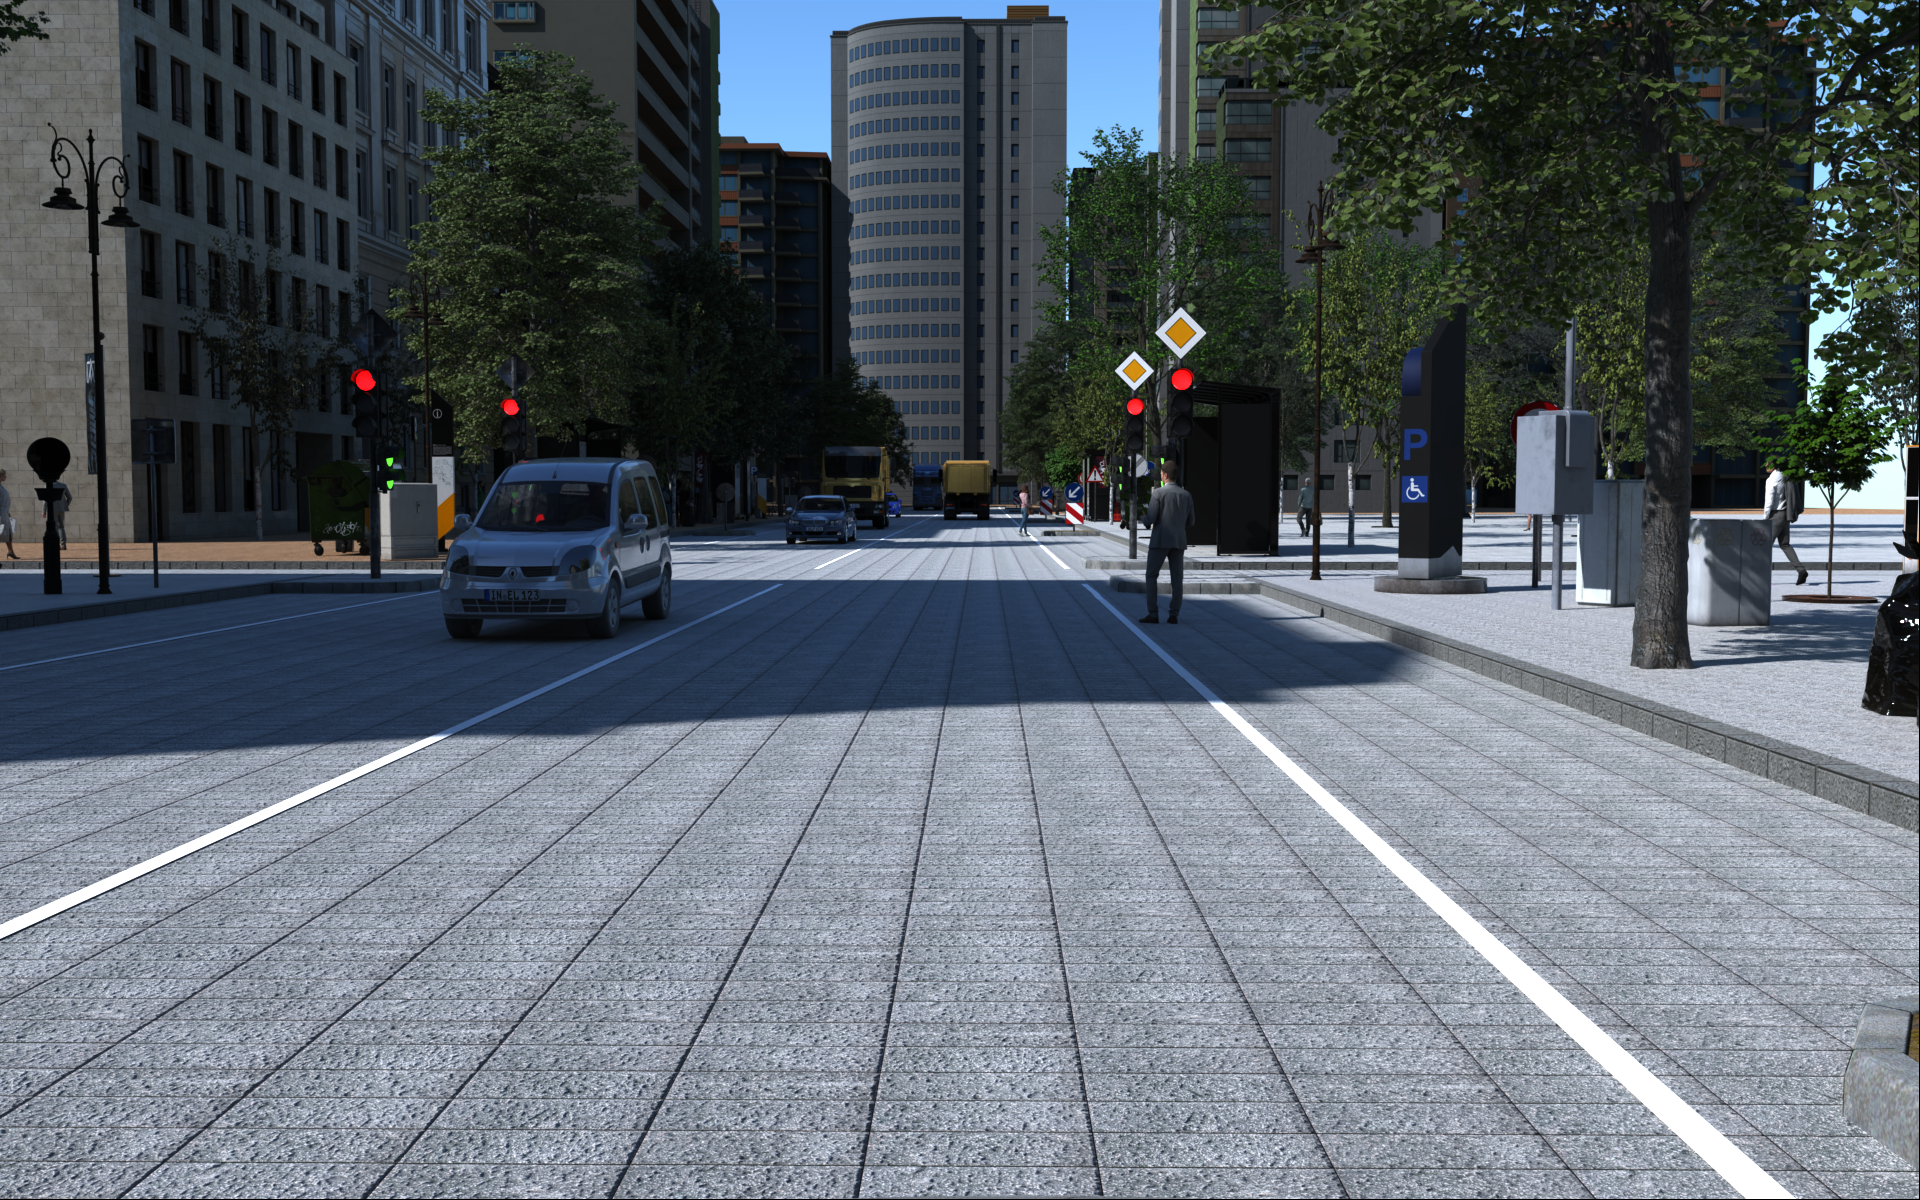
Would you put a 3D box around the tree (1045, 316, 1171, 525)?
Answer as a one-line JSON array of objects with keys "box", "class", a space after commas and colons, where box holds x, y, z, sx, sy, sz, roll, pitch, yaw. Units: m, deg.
[{"box": [6.525, -7.443, 72.059, 4.737, 8.622, 4.395, 0, 3, 0], "class": "tree"}]

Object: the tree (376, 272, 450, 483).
[{"box": [-18.819, -6.496, 56.577, 4.360, 8.622, 3.978, 0, 3, 0], "class": "tree"}]

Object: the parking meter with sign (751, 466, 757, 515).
[{"box": [-12.988, -6.795, 107.355, 0.543, 3.016, 1.738, 1, 4, 10], "class": "parking meter with sign"}]

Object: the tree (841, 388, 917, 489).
[{"box": [-9.106, -16.347, 184.288, 9.611, 12.733, 9.660, 0, 3, 0], "class": "tree"}]

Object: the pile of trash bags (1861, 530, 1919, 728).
[{"box": [6.828, 0.027, 9.308, 3.447, 1.369, 1.912, 2, 4, 24], "class": "pile of trash bags"}]

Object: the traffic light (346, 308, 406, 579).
[{"box": [-8.874, -2.282, 26.237, 0.839, 4.253, 0.868, 0, 4, 1], "class": "traffic light"}]

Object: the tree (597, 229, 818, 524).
[{"box": [-11.215, -9.694, 75.498, 9.611, 12.733, 9.660, 0, 3, 0], "class": "tree"}]

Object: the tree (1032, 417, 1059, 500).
[{"box": [7.911, -12.247, 150.606, 4.360, 8.622, 3.978, 0, 3, 0], "class": "tree"}]

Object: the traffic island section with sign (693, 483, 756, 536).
[{"box": [-8.123, -3.142, 60.006, 1.989, 1.847, 2.006, 0, 4, 1], "class": "traffic island section with sign"}]

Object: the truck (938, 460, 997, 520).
[{"box": [0.417, -6.281, 98.619, 3.469, 3.379, 9.791, 0, 4, 1], "class": "truck"}]

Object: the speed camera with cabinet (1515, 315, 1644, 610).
[{"box": [7.223, -1.552, 19.719, 2.038, 3.252, 0.660, -2, 4, -33], "class": "speed camera with cabinet"}]

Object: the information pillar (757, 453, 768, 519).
[{"box": [-10.241, -6.012, 89.646, 0.504, 3.616, 0.183, -2, 4, -25], "class": "information pillar"}]

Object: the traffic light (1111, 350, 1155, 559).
[{"box": [3.397, -2.761, 34.070, 0.839, 4.253, 0.868, 0, 4, 1], "class": "traffic light"}]

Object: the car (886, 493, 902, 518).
[{"box": [-4.533, -5.939, 106.688, 1.945, 1.707, 3.694, 0, 4, 0], "class": "car"}]

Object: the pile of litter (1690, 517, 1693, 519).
[{"box": [15.236, -1.340, 35.867, 1.176, 0.858, 1.719, -1, 4, -14], "class": "pile of litter"}]

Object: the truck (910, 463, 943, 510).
[{"box": [-2.830, -10.240, 157.175, 2.967, 4.110, 18.799, 0, 3, 0], "class": "truck"}]

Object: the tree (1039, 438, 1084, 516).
[{"box": [6.325, -7.166, 100.883, 4.285, 4.588, 4.351, 0, 3, 0], "class": "tree"}]

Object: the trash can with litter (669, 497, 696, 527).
[{"box": [-10.838, -3.438, 67.598, 1.055, 1.170, 0.624, 0, 4, 8], "class": "trash can with litter"}]

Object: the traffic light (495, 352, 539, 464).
[{"box": [-8.763, -2.771, 34.221, 0.839, 4.253, 0.868, 0, 4, 1], "class": "traffic light"}]

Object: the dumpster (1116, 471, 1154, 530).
[{"box": [6.430, -3.663, 62.390, 1.502, 2.255, 1.985, 0, 4, 1], "class": "dumpster"}]

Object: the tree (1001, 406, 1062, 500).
[{"box": [8.309, -14.509, 171.626, 8.767, 10.594, 7.601, 0, 4, 1], "class": "tree"}]

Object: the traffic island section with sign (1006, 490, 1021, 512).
[{"box": [4.857, -7.793, 136.048, 1.989, 1.847, 2.006, 0, 4, 1], "class": "traffic island section with sign"}]

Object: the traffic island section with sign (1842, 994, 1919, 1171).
[{"box": [3.024, 0.314, 3.501, 1.989, 1.847, 2.006, 0, 4, 1], "class": "traffic island section with sign"}]

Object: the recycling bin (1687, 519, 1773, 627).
[{"box": [7.504, -0.280, 17.137, 0.722, 1.027, 0.722, -1, 4, -10], "class": "recycling bin"}]

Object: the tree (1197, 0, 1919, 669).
[{"box": [4.925, -5.792, 12.831, 7.486, 12.596, 7.792, 0, 3, 0], "class": "tree"}]

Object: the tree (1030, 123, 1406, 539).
[{"box": [5.586, -7.573, 49.581, 9.928, 11.665, 9.643, 0, 3, 0], "class": "tree"}]

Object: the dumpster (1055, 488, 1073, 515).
[{"box": [6.438, -6.104, 105.557, 1.264, 1.857, 1.865, 0, 4, 1], "class": "dumpster"}]

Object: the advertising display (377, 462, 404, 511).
[{"box": [-11.553, -1.822, 35.011, 0.123, 1.923, 0.974, 1, 4, 14], "class": "advertising display"}]

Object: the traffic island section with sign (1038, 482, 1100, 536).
[{"box": [3.792, -3.123, 59.692, 1.989, 1.847, 2.006, 0, 4, 1], "class": "traffic island section with sign"}]

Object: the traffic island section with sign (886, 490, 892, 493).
[{"box": [-6.673, -9.543, 164.662, 1.989, 1.847, 2.006, 0, 4, 1], "class": "traffic island section with sign"}]

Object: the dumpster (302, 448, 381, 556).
[{"box": [-12.850, -2.090, 36.668, 1.502, 2.255, 1.985, 0, 4, 1], "class": "dumpster"}]

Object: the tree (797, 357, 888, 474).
[{"box": [-9.626, -13.756, 143.042, 7.486, 12.596, 7.792, 0, 3, 0], "class": "tree"}]

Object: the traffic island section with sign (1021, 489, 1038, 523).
[{"box": [4.174, -4.772, 86.645, 1.989, 1.847, 2.006, 0, 4, 1], "class": "traffic island section with sign"}]

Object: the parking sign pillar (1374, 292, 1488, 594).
[{"box": [6.200, -2.094, 22.716, 1.447, 3.967, 1.447, 2, 4, 35], "class": "parking sign pillar"}]

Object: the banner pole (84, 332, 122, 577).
[{"box": [-13.429, -2.260, 26.972, 0.863, 3.779, 0.401, 3, 5, 43], "class": "banner pole"}]

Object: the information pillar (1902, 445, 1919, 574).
[{"box": [14.444, -1.319, 26.058, 0.304, 2.012, 0.304, -1, 4, -15], "class": "information pillar"}]

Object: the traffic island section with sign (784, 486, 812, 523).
[{"box": [-7.751, -4.791, 86.959, 1.989, 1.847, 2.006, 0, 4, 1], "class": "traffic island section with sign"}]

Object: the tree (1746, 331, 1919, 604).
[{"box": [10.446, -1.601, 20.772, 1.663, 3.219, 1.824, 0, 3, 0], "class": "tree"}]

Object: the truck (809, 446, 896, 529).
[{"box": [-4.336, -4.696, 72.703, 3.469, 3.379, 9.791, 0, 4, -1], "class": "truck"}]

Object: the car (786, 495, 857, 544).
[{"box": [-4.070, -2.404, 51.313, 2.014, 1.417, 4.499, 0, 4, 2], "class": "car"}]

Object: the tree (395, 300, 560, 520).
[{"box": [-17.738, -6.852, 62.397, 4.737, 8.622, 4.395, 0, 3, 0], "class": "tree"}]

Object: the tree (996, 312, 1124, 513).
[{"box": [7.443, -13.023, 119.586, 9.857, 13.997, 8.962, 0, 3, 0], "class": "tree"}]

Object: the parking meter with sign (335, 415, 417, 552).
[{"box": [-12.971, -2.582, 38.469, 1.738, 3.016, 0.543, -1, 4, -12], "class": "parking meter with sign"}]

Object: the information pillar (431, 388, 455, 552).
[{"box": [-11.471, -2.878, 38.409, 0.504, 3.616, 0.183, 0, 4, 2], "class": "information pillar"}]

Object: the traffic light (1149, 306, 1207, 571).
[{"box": [3.287, -2.273, 26.085, 0.839, 4.253, 0.868, 0, 4, 1], "class": "traffic light"}]
